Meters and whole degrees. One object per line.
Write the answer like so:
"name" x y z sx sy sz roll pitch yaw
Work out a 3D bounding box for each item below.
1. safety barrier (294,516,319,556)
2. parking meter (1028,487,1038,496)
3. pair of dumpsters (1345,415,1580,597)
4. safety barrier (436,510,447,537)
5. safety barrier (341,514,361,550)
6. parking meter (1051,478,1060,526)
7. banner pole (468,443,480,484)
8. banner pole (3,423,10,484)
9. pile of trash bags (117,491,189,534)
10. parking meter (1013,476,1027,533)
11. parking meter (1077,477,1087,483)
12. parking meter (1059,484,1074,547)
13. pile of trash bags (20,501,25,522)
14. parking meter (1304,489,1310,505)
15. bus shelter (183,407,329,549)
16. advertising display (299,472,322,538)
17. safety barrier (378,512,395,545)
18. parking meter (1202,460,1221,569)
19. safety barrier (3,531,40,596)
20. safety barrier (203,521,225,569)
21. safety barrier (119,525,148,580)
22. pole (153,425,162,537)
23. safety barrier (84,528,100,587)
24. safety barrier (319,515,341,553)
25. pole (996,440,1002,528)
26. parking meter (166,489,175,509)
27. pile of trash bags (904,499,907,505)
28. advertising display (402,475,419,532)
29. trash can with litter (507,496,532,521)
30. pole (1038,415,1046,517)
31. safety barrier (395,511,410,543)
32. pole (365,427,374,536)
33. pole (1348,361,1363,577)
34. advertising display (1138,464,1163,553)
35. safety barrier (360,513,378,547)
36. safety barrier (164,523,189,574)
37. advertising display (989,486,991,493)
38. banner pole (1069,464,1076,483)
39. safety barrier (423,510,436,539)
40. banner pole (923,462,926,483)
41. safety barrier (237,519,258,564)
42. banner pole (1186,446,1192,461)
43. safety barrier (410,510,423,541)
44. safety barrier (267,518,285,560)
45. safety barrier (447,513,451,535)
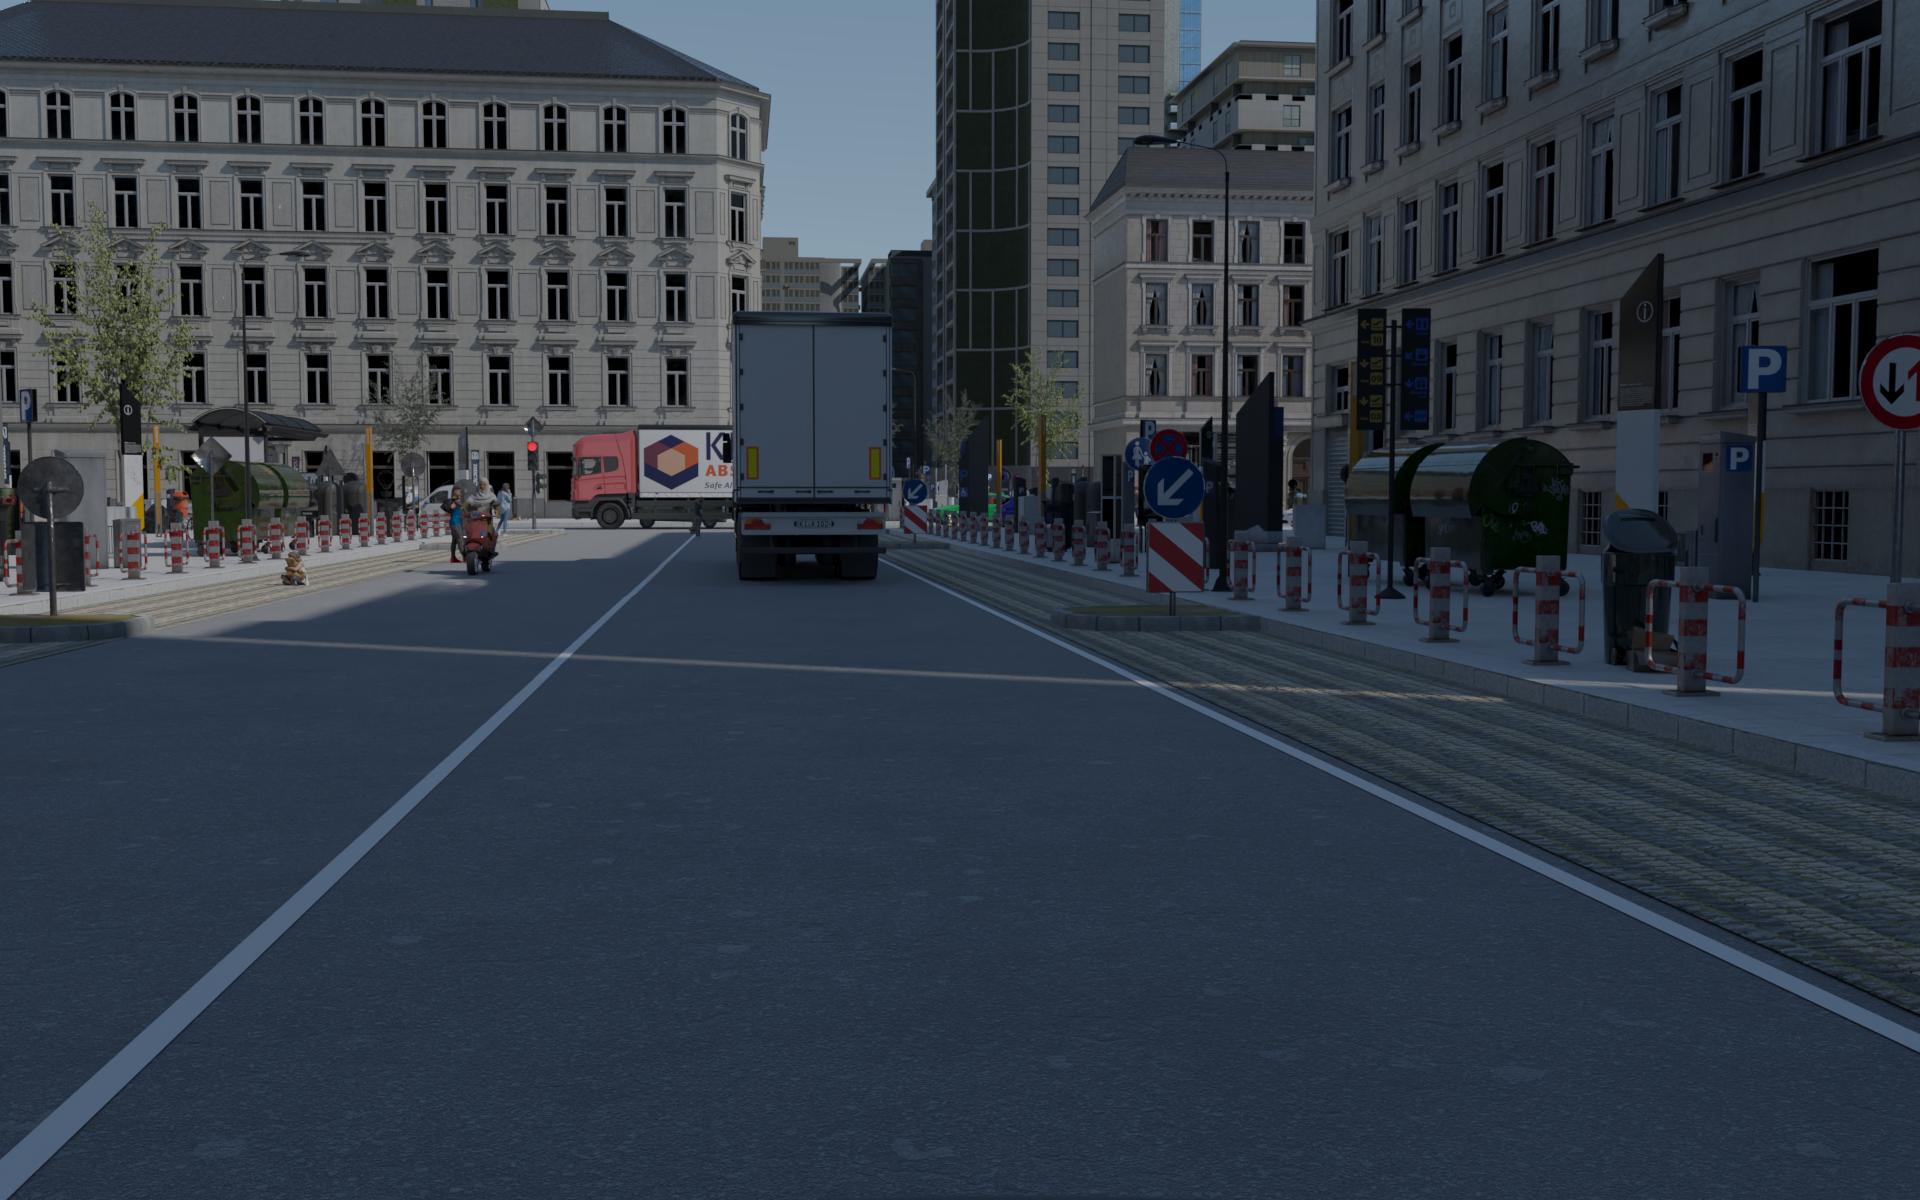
"safety barrier" -13.628 -1.321 35.866 0.300 0.817 1.120 0 4 -7
"parking meter" 2.519 -3.099 59.079 0.372 1.533 0.369 0 3 0
"pair of dumpsters" 6.738 -1.289 23.576 1.574 2.255 4.437 0 4 -7
"safety barrier" -15.657 -2.294 51.783 0.300 0.817 1.120 0 4 -7
"safety barrier" -14.134 -1.564 39.839 0.300 0.817 1.120 0 4 -7
"parking meter" 3.416 -3.457 62.239 0.255 1.863 0.399 0 4 -5
"banner pole" -24.050 -5.839 85.484 0.401 3.779 0.863 3 5 42
"banner pole" -29.437 -3.858 53.090 0.401 3.779 0.863 1 4 13
"pile of trash bags" -26.427 -2.897 57.120 1.912 1.369 3.447 0 4 3
"parking meter" 1.980 -3.147 57.163 0.399 1.863 0.255 -2 4 -24
"parking meter" 4.240 -3.333 60.214 0.255 1.863 0.399 -1 4 -22
"parking meter" 2.572 -2.046 41.861 0.372 1.533 0.369 0 3 0
"pile of trash bags" -30.686 -2.984 58.541 3.447 1.369 1.912 2 4 26
"parking meter" 18.798 -5.222 93.795 0.372 1.533 0.369 0 3 0
"bus shelter" -17.312 -3.000 42.972 2.014 3.302 5.546 0 4 -7
"advertising display" -19.139 -2.791 50.841 0.974 1.923 0.123 2 4 26
"safety barrier" -14.642 -1.807 43.815 0.300 0.817 1.120 0 4 -7
"parking meter" 4.366 -1.464 29.649 0.255 1.863 0.399 -3 4 -36
"safety barrier" -11.850 -0.467 21.917 0.300 0.817 1.120 0 4 -7
"safety barrier" -12.866 -0.954 29.879 0.300 0.817 1.120 0 4 -7
"safety barrier" -12.358 -0.711 25.898 0.300 0.817 1.120 0 4 -7
"pole" -23.748 -3.511 51.243 0.158 3.312 0.155 0 3 0
"safety barrier" -12.102 -0.589 23.905 0.300 0.817 1.120 0 4 -7
"safety barrier" -13.882 -1.442 37.852 0.300 0.817 1.120 0 4 -7
"pole" 1.465 -4.360 65.134 0.158 3.312 0.155 0 3 0
"parking meter" -35.769 -4.286 78.488 0.372 1.533 0.369 0 3 0
"pile of trash bags" -3.694 -6.113 109.699 3.447 1.369 1.912 1 4 16
"advertising display" -18.840 -3.315 59.412 0.123 1.923 0.974 1 4 10
"trash can with litter" -21.530 -4.492 84.500 1.678 1.210 2.233 0 4 0
"pole" 2.116 -3.106 44.619 0.158 3.312 0.155 0 3 0
"safety barrier" -14.896 -1.929 45.812 0.300 0.817 1.120 0 4 -7
"pole" -17.971 -3.601 52.715 0.158 3.312 0.155 0 3 0
"pole" 6.110 -2.011 26.715 0.158 3.312 0.155 0 3 0
"advertising display" 4.175 -2.000 37.913 0.123 1.923 0.974 2 4 34
"safety barrier" -14.390 -1.685 41.825 0.300 0.817 1.120 0 4 -7
"safety barrier" -12.613 -0.833 27.892 0.300 0.817 1.120 0 4 -7
"advertising display" 2.002 -7.830 133.239 0.123 1.923 0.974 -3 5 -41
"banner pole" 9.214 -9.333 142.609 0.863 3.779 0.401 2 4 31
"safety barrier" -15.404 -2.172 49.789 0.300 0.817 1.120 0 4 -7
"banner pole" -2.753 -8.809 134.044 0.401 3.779 0.863 -1 4 -13
"safety barrier" -13.117 -1.076 31.872 0.300 0.817 1.120 0 4 -7
"banner pole" 11.823 -6.092 89.623 0.401 3.779 0.863 -2 4 -24
"safety barrier" -15.150 -2.050 47.799 0.300 0.817 1.120 0 4 -7
"safety barrier" -13.373 -1.198 33.858 0.300 0.817 1.120 0 4 -7
"safety barrier" -15.910 -2.416 53.779 0.300 0.817 1.120 0 4 -7
